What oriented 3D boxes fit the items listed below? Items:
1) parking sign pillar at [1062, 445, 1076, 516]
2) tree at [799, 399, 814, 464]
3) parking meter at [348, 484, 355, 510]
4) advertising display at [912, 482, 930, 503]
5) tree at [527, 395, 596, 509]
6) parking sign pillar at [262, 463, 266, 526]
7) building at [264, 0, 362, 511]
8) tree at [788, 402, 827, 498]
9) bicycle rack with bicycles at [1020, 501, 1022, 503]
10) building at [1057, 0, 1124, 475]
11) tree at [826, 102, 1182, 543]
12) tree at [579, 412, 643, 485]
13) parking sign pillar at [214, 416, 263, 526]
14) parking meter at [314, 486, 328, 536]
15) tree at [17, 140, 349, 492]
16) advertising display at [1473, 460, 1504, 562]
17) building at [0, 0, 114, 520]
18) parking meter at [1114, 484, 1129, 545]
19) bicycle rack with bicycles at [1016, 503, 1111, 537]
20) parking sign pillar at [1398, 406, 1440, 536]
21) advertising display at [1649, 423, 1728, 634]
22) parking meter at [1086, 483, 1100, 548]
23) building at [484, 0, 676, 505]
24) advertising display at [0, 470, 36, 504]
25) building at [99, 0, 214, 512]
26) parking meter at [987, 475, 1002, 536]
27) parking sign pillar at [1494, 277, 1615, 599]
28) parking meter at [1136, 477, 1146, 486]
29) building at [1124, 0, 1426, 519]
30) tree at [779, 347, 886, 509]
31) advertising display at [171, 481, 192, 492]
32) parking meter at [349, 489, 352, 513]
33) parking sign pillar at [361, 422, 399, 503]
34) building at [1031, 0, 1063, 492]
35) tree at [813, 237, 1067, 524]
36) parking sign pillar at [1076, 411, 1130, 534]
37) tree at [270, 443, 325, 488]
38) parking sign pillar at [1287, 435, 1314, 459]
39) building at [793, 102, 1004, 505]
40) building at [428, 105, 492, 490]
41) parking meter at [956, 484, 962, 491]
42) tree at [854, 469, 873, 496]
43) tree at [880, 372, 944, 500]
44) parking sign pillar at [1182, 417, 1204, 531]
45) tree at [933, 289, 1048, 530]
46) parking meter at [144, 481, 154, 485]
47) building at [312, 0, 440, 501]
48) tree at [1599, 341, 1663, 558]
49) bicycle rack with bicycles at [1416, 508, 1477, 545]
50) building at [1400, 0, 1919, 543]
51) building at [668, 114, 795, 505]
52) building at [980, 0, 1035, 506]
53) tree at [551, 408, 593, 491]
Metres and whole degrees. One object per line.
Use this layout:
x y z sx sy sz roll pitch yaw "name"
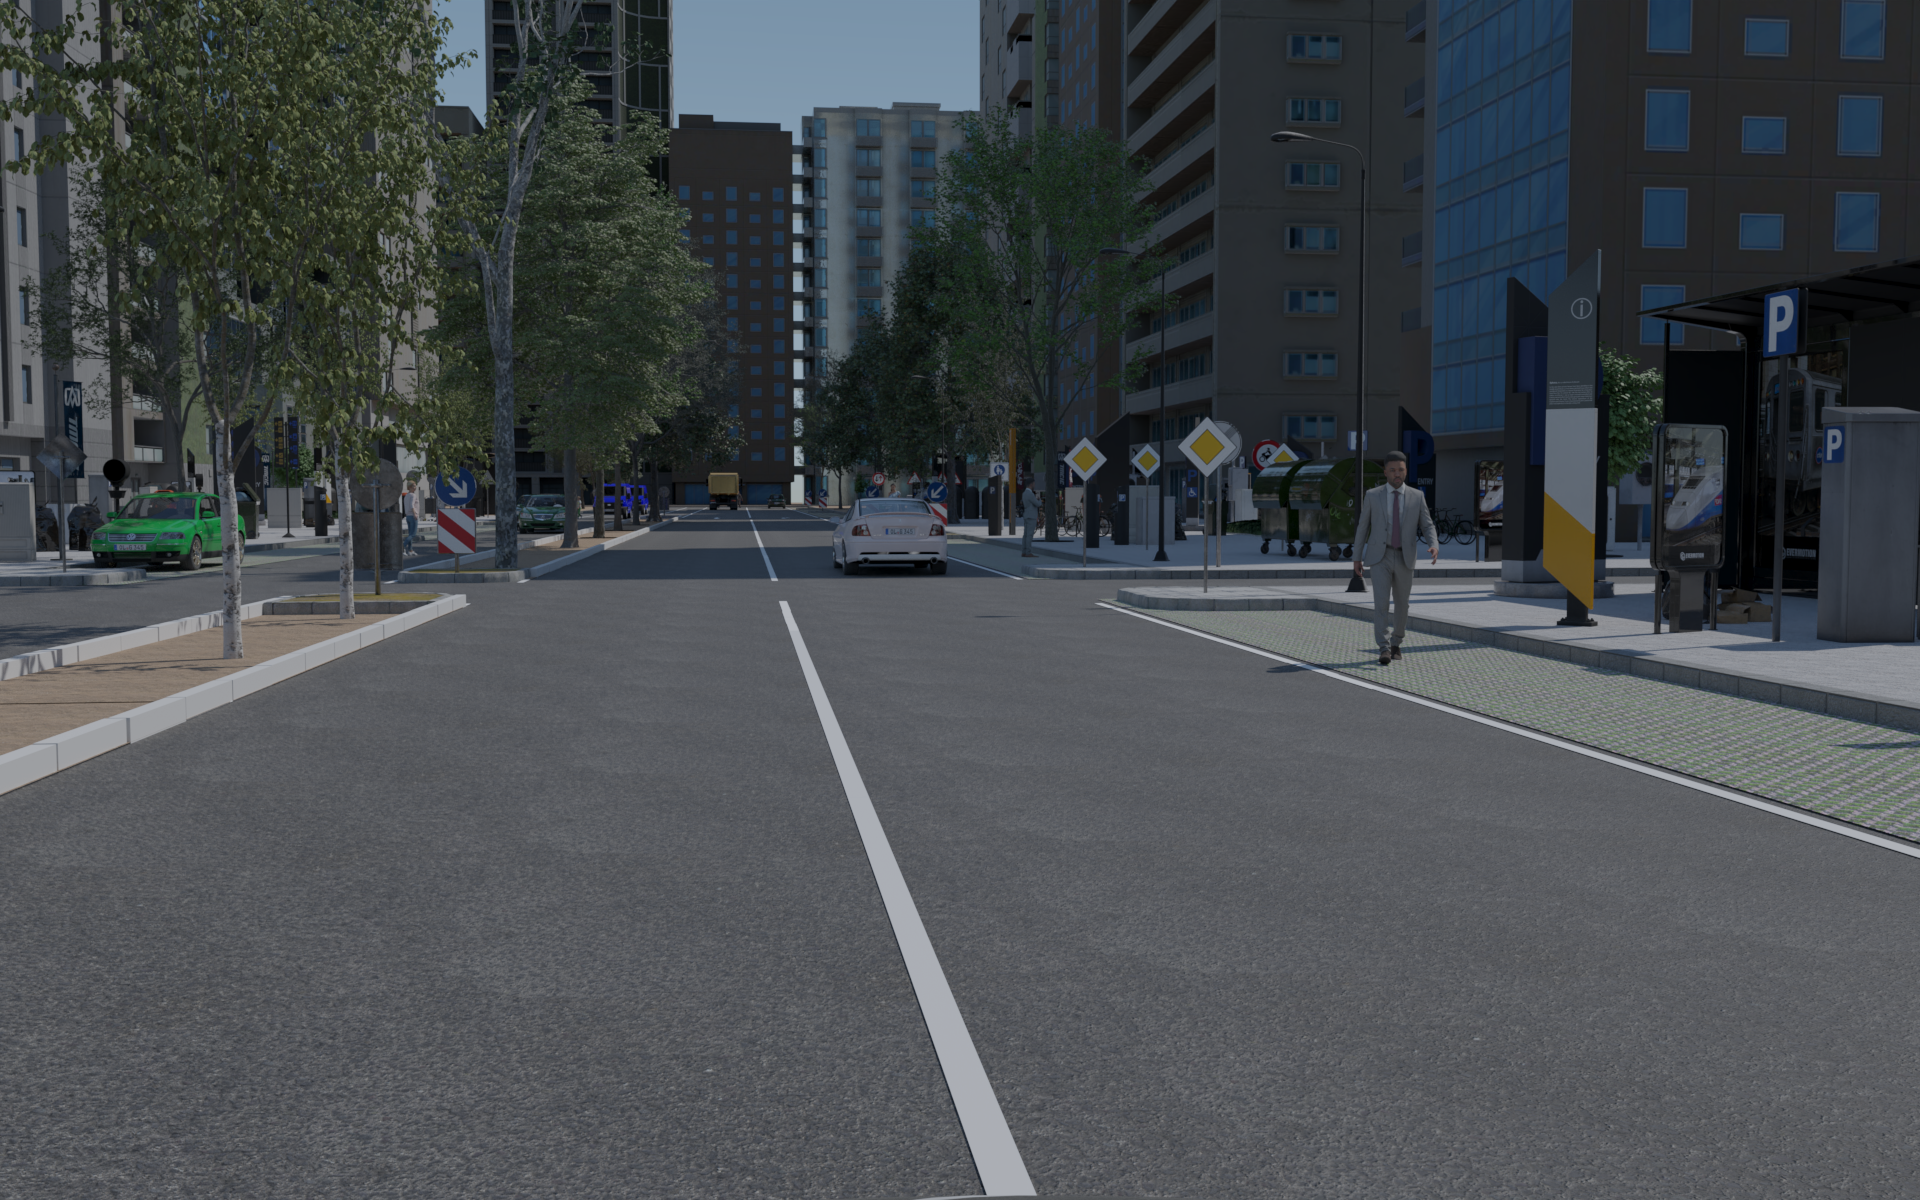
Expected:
6.310 -6.491 94.603 1.447 3.967 1.447 1 4 23 "parking sign pillar"
-5.361 -12.061 114.208 9.611 12.733 9.660 0 3 0 "tree"
-35.182 -5.777 100.168 0.255 1.863 0.399 1 4 10 "parking meter"
-2.054 -5.287 91.655 0.974 1.923 0.123 -2 4 -23 "advertising display"
-32.613 -13.135 149.166 8.767 10.594 7.601 -2 4 -31 "tree"
-28.979 -5.002 70.261 1.447 3.967 1.447 -2 4 -35 "parking sign pillar"
-52.822 -48.981 113.507 22.319 86.520 31.000 0 4 -7 "building"
-14.360 -15.594 180.713 9.928 11.665 9.643 0 3 0 "tree"
3.529 -3.002 62.467 2.852 0.926 2.925 1 4 9 "bicycle rack with bicycles"
14.859 -28.702 119.387 14.600 45.320 14.200 0 4 -7 "building"
2.365 -7.366 46.188 9.928 11.665 9.643 0 3 0 "tree"
-35.957 -16.674 179.268 9.857 13.997 8.962 0 3 0 "tree"
-25.046 -4.367 59.865 1.447 3.967 1.447 -1 4 -20 "parking sign pillar"
-19.414 -2.703 52.609 0.372 1.533 0.369 0 3 0 "parking meter"
-19.880 -6.723 44.332 8.767 10.594 7.601 -1 4 -13 "tree"
10.104 -1.685 32.769 0.974 1.923 0.123 -2 4 -31 "advertising display"
-44.330 -31.444 56.109 21.231 58.520 28.212 0 4 -7 "building"
4.069 -2.150 43.559 0.372 1.533 0.369 0 3 0 "parking meter"
3.693 -2.411 52.802 2.852 0.926 2.925 -2 4 -33 "bicycle rack with bicycles"
14.060 -3.965 53.307 1.447 3.967 1.447 -2 4 -34 "parking sign pillar"
6.754 -0.663 16.058 0.974 1.923 0.123 -2 4 -33 "advertising display"
3.130 -2.004 41.179 0.372 1.533 0.369 0 3 0 "parking meter"
-44.933 -47.065 207.760 20.611 71.187 20.563 0 4 -7 "building"
-25.466 -2.539 46.720 0.974 1.923 0.123 -2 4 -34 "advertising display"
-46.826 -24.590 85.647 14.154 41.232 14.086 0 4 -7 "building"
1.065 -2.902 53.161 0.399 1.863 0.255 3 5 41 "parking meter"
7.488 -2.035 21.738 1.447 3.967 1.447 -1 4 -21 "parking sign pillar"
6.171 -3.239 58.676 0.399 1.863 0.255 0 4 6 "parking meter"
21.590 -28.746 93.706 21.300 48.544 21.600 0 4 -7 "building"
-10.198 -14.366 145.248 12.009 13.543 11.850 0 3 0 "tree"
-38.700 -4.949 86.126 0.974 1.923 0.123 0 4 -4 "advertising display"
-28.373 -4.392 80.220 0.372 1.533 0.369 0 3 0 "parking meter"
-21.680 -4.662 64.694 1.447 3.967 1.447 0 4 -7 "parking sign pillar"
12.396 -27.513 133.430 14.154 41.232 14.086 0 4 -7 "building"
-0.373 -9.649 74.775 9.611 12.733 9.660 0 3 0 "tree"
4.844 -4.134 56.060 1.447 3.967 1.447 -2 4 -31 "parking sign pillar"
-38.230 -7.072 99.348 4.285 4.588 4.351 0 3 0 "tree"
15.312 -5.494 78.296 1.447 3.967 1.447 3 5 41 "parking sign pillar"
-5.672 -36.395 214.667 30.456 49.044 23.786 0 4 -7 "building"
-67.229 -35.617 206.031 21.600 48.544 21.300 0 4 -7 "building"
-0.135 -5.523 96.018 0.399 1.863 0.255 -2 4 -31 "parking meter"
-7.566 -8.310 130.463 1.663 3.219 1.824 0 3 0 "tree"
-2.055 -8.402 87.738 4.737 8.622 4.395 0 3 0 "tree"
8.114 -4.396 60.349 1.447 3.967 1.447 1 4 9 "parking sign pillar"
1.263 -6.790 61.373 4.360 8.622 3.978 0 3 0 "tree"
-37.474 -4.550 80.096 0.399 1.863 0.255 1 4 19 "parking meter"
-59.938 -34.078 146.407 27.495 52.752 28.713 0 4 -7 "building"
12.939 -3.162 35.406 4.285 4.588 4.351 0 3 0 "tree"
12.256 -1.906 44.540 2.852 0.926 2.925 -2 4 -28 "bicycle rack with bicycles"
22.807 -24.562 51.694 14.200 45.320 14.600 0 4 -7 "building"
-27.323 -34.123 208.018 14.200 45.320 14.600 0 4 -7 "building"
16.788 -34.661 155.949 28.713 52.752 27.495 0 4 -7 "building"
-30.673 -11.510 138.544 4.360 8.622 3.978 0 3 0 "tree"
